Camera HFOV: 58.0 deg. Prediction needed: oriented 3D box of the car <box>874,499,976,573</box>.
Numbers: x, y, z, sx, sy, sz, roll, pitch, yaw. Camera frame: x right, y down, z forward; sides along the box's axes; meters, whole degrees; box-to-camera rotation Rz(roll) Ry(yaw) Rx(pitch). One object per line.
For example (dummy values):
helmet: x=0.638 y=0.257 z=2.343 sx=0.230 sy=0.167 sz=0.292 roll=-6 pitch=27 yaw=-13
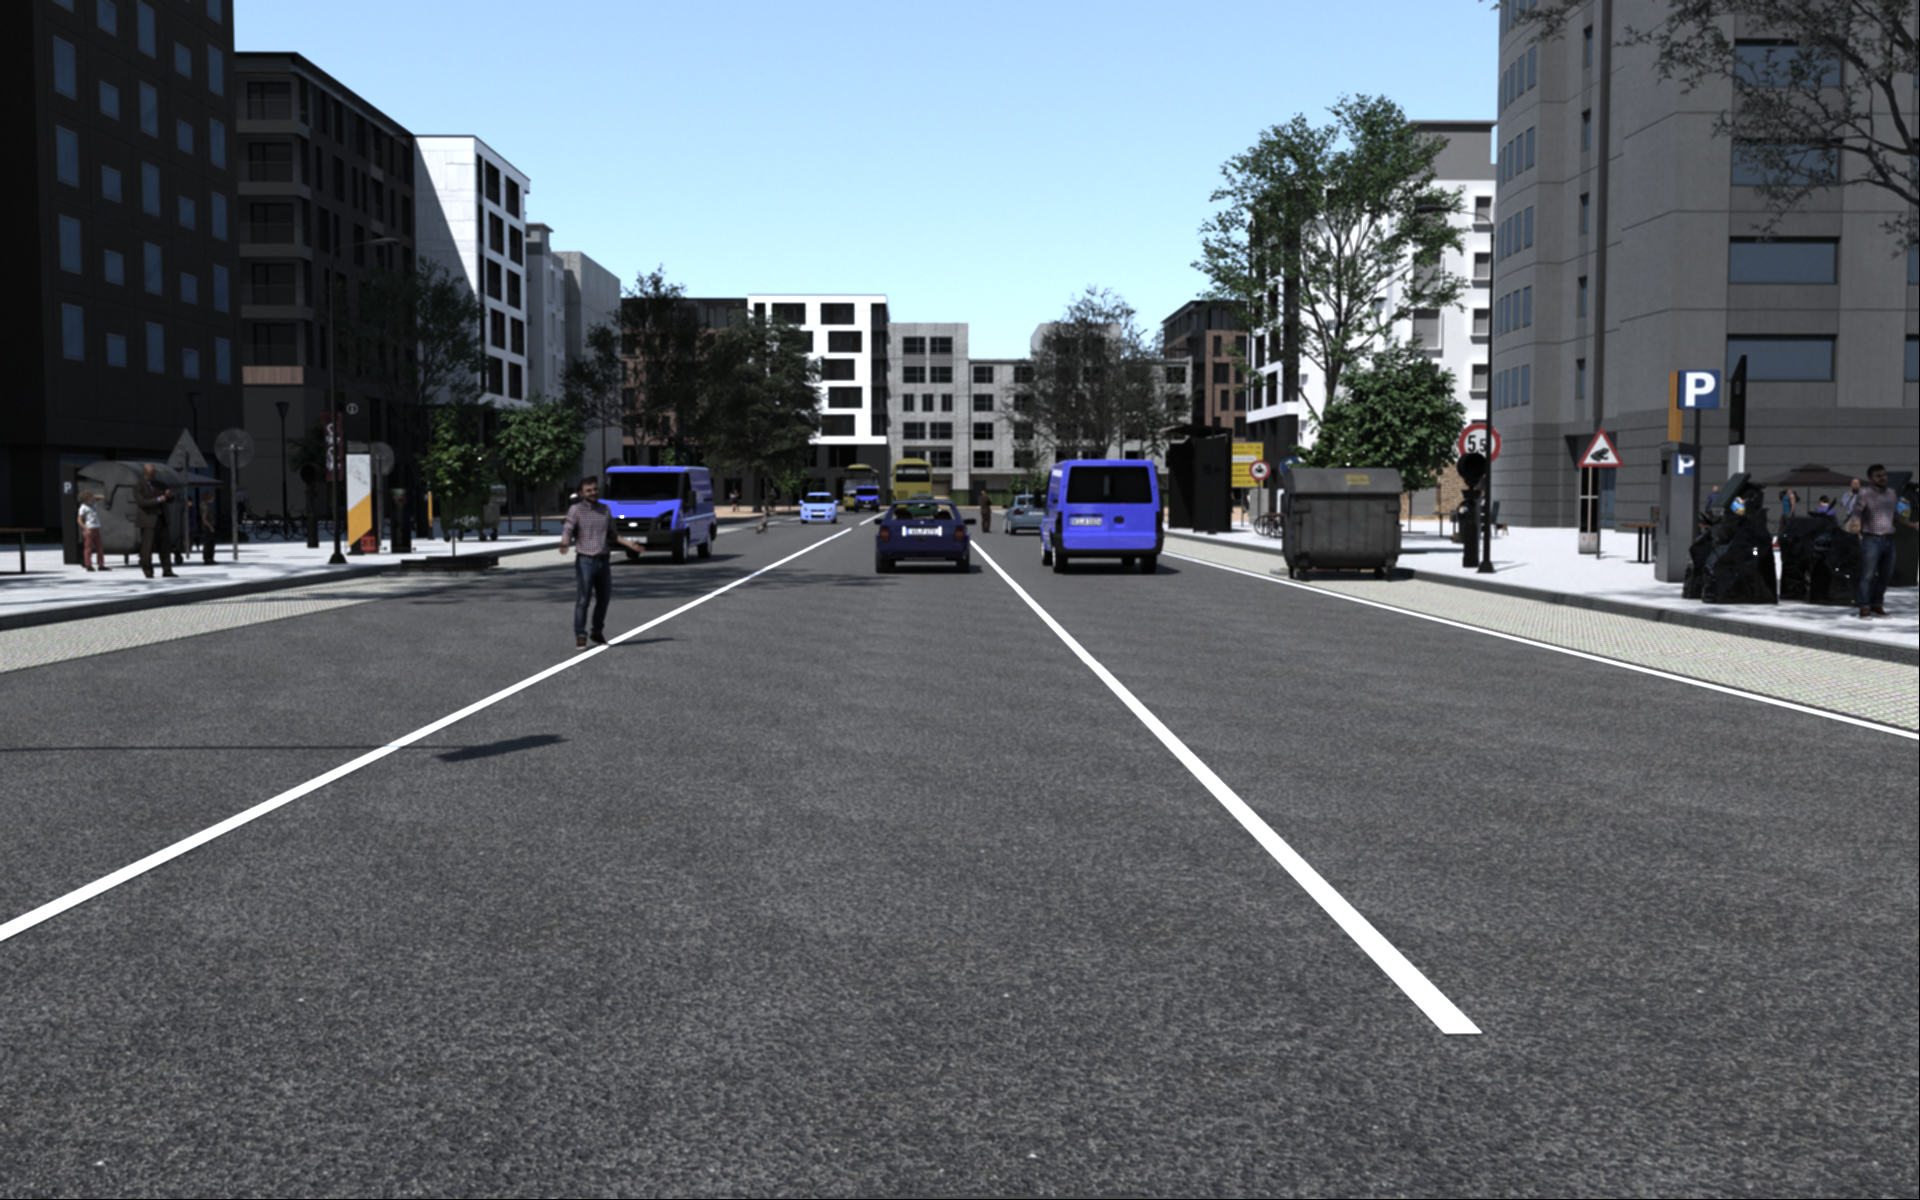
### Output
car: x=-0.666 y=-1.226 z=32.630 sx=1.945 sy=1.354 sz=3.894 roll=0 pitch=4 yaw=0

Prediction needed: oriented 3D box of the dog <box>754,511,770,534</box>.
dog: x=-7.315 y=-2.826 z=63.050 sx=0.800 sy=0.831 sz=0.513 roll=0 pitch=4 yaw=-6

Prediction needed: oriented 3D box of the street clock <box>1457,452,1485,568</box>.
street clock: x=8.910 y=-1.567 z=30.184 sx=0.471 sy=2.002 sz=0.358 roll=-1 pitch=4 yaw=-14

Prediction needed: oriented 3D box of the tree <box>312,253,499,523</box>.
tree: x=-24.069 y=-9.201 z=76.187 sx=9.928 sy=11.665 sz=9.643 roll=0 pitch=3 yaw=0

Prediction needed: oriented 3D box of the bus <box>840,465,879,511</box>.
bus: x=-8.430 y=-9.572 z=148.055 sx=2.896 sy=3.916 sz=12.252 roll=0 pitch=4 yaw=0

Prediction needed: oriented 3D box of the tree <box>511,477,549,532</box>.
tree: x=-14.669 y=-3.932 z=58.890 sx=1.663 sy=3.219 sz=1.824 roll=0 pitch=3 yaw=0

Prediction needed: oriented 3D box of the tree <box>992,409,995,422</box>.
tree: x=7.394 y=-12.673 z=117.575 sx=12.009 sy=13.543 sz=11.850 roll=0 pitch=3 yaw=0

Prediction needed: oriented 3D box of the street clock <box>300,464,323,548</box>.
street clock: x=-15.387 y=-2.236 z=41.135 sx=0.471 sy=2.002 sz=0.358 roll=1 pitch=4 yaw=20

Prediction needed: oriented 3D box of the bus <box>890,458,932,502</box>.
bus: x=-3.322 y=-7.761 z=118.444 sx=2.896 sy=3.916 sz=12.252 roll=0 pitch=4 yaw=-2

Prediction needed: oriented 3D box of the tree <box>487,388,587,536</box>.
tree: x=-13.030 y=-4.274 z=53.595 sx=4.285 sy=4.588 sz=4.351 roll=0 pitch=3 yaw=0

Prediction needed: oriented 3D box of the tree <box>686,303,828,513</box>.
tree: x=-13.613 y=-12.854 z=116.818 sx=9.857 sy=13.997 sz=8.962 roll=0 pitch=3 yaw=0

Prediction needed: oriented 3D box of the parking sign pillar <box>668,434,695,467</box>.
parking sign pillar: x=-12.557 y=-5.462 z=77.772 sx=1.447 sy=3.967 sz=1.447 roll=1 pitch=4 yaw=18

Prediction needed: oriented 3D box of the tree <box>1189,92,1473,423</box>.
tree: x=9.616 y=-7.306 z=45.206 sx=9.928 sy=11.665 sz=9.643 roll=0 pitch=3 yaw=0

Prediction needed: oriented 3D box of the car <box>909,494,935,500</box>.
car: x=-2.136 y=-5.262 z=97.833 sx=2.131 sy=1.459 sz=4.920 roll=0 pitch=4 yaw=-1

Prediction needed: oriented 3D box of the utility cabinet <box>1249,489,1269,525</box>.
utility cabinet: x=12.419 y=-3.875 z=72.043 sx=0.318 sy=1.500 sz=1.173 roll=-1 pitch=4 yaw=-18

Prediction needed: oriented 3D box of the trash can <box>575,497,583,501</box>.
trash can: x=-16.830 y=-4.020 z=77.379 sx=0.748 sy=1.137 sz=0.748 roll=0 pitch=3 yaw=0

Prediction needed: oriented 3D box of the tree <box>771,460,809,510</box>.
tree: x=-13.821 y=-9.575 z=140.259 sx=4.285 sy=4.588 sz=4.351 roll=0 pitch=3 yaw=0

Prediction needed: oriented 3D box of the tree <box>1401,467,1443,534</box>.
tree: x=14.603 y=-3.778 z=56.366 sx=1.663 sy=3.219 sz=1.824 roll=0 pitch=3 yaw=0

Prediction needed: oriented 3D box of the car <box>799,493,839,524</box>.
car: x=-6.864 y=-4.576 z=84.416 sx=1.945 sy=1.707 sz=3.694 roll=0 pitch=4 yaw=-3

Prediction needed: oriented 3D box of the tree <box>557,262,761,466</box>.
tree: x=-12.898 y=-8.280 z=69.784 sx=7.601 sy=10.594 sz=8.767 roll=2 pitch=4 yaw=26

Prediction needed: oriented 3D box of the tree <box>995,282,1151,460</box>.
tree: x=8.300 y=-11.610 z=100.191 sx=12.009 sy=13.543 sz=11.850 roll=0 pitch=3 yaw=0

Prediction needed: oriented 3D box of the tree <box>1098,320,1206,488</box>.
tree: x=8.060 y=-7.547 z=73.750 sx=4.360 sy=8.622 sz=3.978 roll=0 pitch=3 yaw=0

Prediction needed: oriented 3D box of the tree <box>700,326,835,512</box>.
tree: x=-14.386 y=-13.275 z=127.418 sx=12.009 sy=13.543 sz=11.850 roll=0 pitch=3 yaw=0

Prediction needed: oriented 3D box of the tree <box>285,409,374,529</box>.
tree: x=-23.016 y=-4.914 z=64.051 sx=4.285 sy=4.588 sz=4.351 roll=0 pitch=3 yaw=0

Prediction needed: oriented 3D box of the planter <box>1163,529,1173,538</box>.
planter: x=5.986 y=-2.236 z=57.700 sx=1.991 sy=0.319 sz=1.994 roll=0 pitch=4 yaw=-1

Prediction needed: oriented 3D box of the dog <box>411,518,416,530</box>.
dog: x=-19.702 y=-2.700 z=61.880 sx=0.748 sy=0.427 sz=0.550 roll=-3 pitch=4 yaw=-39

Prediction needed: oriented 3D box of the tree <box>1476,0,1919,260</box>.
tree: x=9.968 y=-6.430 z=15.502 sx=12.009 sy=13.543 sz=11.850 roll=0 pitch=3 yaw=0

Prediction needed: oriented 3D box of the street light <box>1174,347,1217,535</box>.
street light: x=7.467 y=-5.033 z=54.832 sx=1.470 sy=5.913 sz=1.316 roll=0 pitch=4 yaw=-1

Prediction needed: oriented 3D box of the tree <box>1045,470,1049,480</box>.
tree: x=7.231 y=-8.904 z=140.178 sx=1.663 sy=3.219 sz=1.824 roll=0 pitch=3 yaw=0

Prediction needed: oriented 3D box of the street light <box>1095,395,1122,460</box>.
street light: x=6.982 y=-6.636 z=81.042 sx=1.470 sy=5.913 sz=1.316 roll=0 pitch=4 yaw=-1

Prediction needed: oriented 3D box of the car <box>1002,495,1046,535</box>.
car: x=2.535 y=-3.031 z=61.557 sx=2.014 sy=1.417 sz=4.499 roll=0 pitch=4 yaw=-2

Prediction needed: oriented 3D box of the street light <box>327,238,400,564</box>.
street light: x=-10.873 y=-3.612 z=31.598 sx=1.470 sy=5.913 sz=1.316 roll=0 pitch=4 yaw=-1

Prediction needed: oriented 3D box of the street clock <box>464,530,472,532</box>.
street clock: x=-16.537 y=-3.274 z=58.098 sx=0.471 sy=2.002 sz=0.358 roll=2 pitch=4 yaw=33

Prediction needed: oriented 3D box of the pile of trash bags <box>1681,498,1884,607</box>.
pile of trash bags: x=10.379 y=-0.651 z=20.403 sx=3.447 sy=1.369 sz=1.912 roll=1 pitch=4 yaw=22

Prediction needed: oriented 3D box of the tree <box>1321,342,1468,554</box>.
tree: x=9.463 y=-3.298 z=37.637 sx=4.285 sy=4.588 sz=4.351 roll=0 pitch=3 yaw=0

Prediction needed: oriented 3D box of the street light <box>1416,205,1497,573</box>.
street light: x=8.026 y=-3.393 z=28.009 sx=1.470 sy=5.913 sz=1.316 roll=0 pitch=4 yaw=-1

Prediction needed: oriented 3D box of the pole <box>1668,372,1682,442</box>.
pole: x=11.951 y=-2.150 z=28.989 sx=0.158 sy=3.312 sz=0.155 roll=0 pitch=3 yaw=0

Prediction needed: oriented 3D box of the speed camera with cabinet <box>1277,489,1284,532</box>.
speed camera with cabinet: x=11.665 y=-3.888 z=57.912 sx=2.038 sy=3.252 sz=0.660 roll=2 pitch=4 yaw=29

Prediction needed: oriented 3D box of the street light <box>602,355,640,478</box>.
street light: x=-11.387 y=-5.227 z=58.001 sx=1.470 sy=5.913 sz=1.316 roll=0 pitch=4 yaw=-1

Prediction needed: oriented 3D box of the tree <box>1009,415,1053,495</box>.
tree: x=6.212 y=-12.620 z=156.707 sx=4.360 sy=8.622 sz=3.978 roll=0 pitch=3 yaw=0
